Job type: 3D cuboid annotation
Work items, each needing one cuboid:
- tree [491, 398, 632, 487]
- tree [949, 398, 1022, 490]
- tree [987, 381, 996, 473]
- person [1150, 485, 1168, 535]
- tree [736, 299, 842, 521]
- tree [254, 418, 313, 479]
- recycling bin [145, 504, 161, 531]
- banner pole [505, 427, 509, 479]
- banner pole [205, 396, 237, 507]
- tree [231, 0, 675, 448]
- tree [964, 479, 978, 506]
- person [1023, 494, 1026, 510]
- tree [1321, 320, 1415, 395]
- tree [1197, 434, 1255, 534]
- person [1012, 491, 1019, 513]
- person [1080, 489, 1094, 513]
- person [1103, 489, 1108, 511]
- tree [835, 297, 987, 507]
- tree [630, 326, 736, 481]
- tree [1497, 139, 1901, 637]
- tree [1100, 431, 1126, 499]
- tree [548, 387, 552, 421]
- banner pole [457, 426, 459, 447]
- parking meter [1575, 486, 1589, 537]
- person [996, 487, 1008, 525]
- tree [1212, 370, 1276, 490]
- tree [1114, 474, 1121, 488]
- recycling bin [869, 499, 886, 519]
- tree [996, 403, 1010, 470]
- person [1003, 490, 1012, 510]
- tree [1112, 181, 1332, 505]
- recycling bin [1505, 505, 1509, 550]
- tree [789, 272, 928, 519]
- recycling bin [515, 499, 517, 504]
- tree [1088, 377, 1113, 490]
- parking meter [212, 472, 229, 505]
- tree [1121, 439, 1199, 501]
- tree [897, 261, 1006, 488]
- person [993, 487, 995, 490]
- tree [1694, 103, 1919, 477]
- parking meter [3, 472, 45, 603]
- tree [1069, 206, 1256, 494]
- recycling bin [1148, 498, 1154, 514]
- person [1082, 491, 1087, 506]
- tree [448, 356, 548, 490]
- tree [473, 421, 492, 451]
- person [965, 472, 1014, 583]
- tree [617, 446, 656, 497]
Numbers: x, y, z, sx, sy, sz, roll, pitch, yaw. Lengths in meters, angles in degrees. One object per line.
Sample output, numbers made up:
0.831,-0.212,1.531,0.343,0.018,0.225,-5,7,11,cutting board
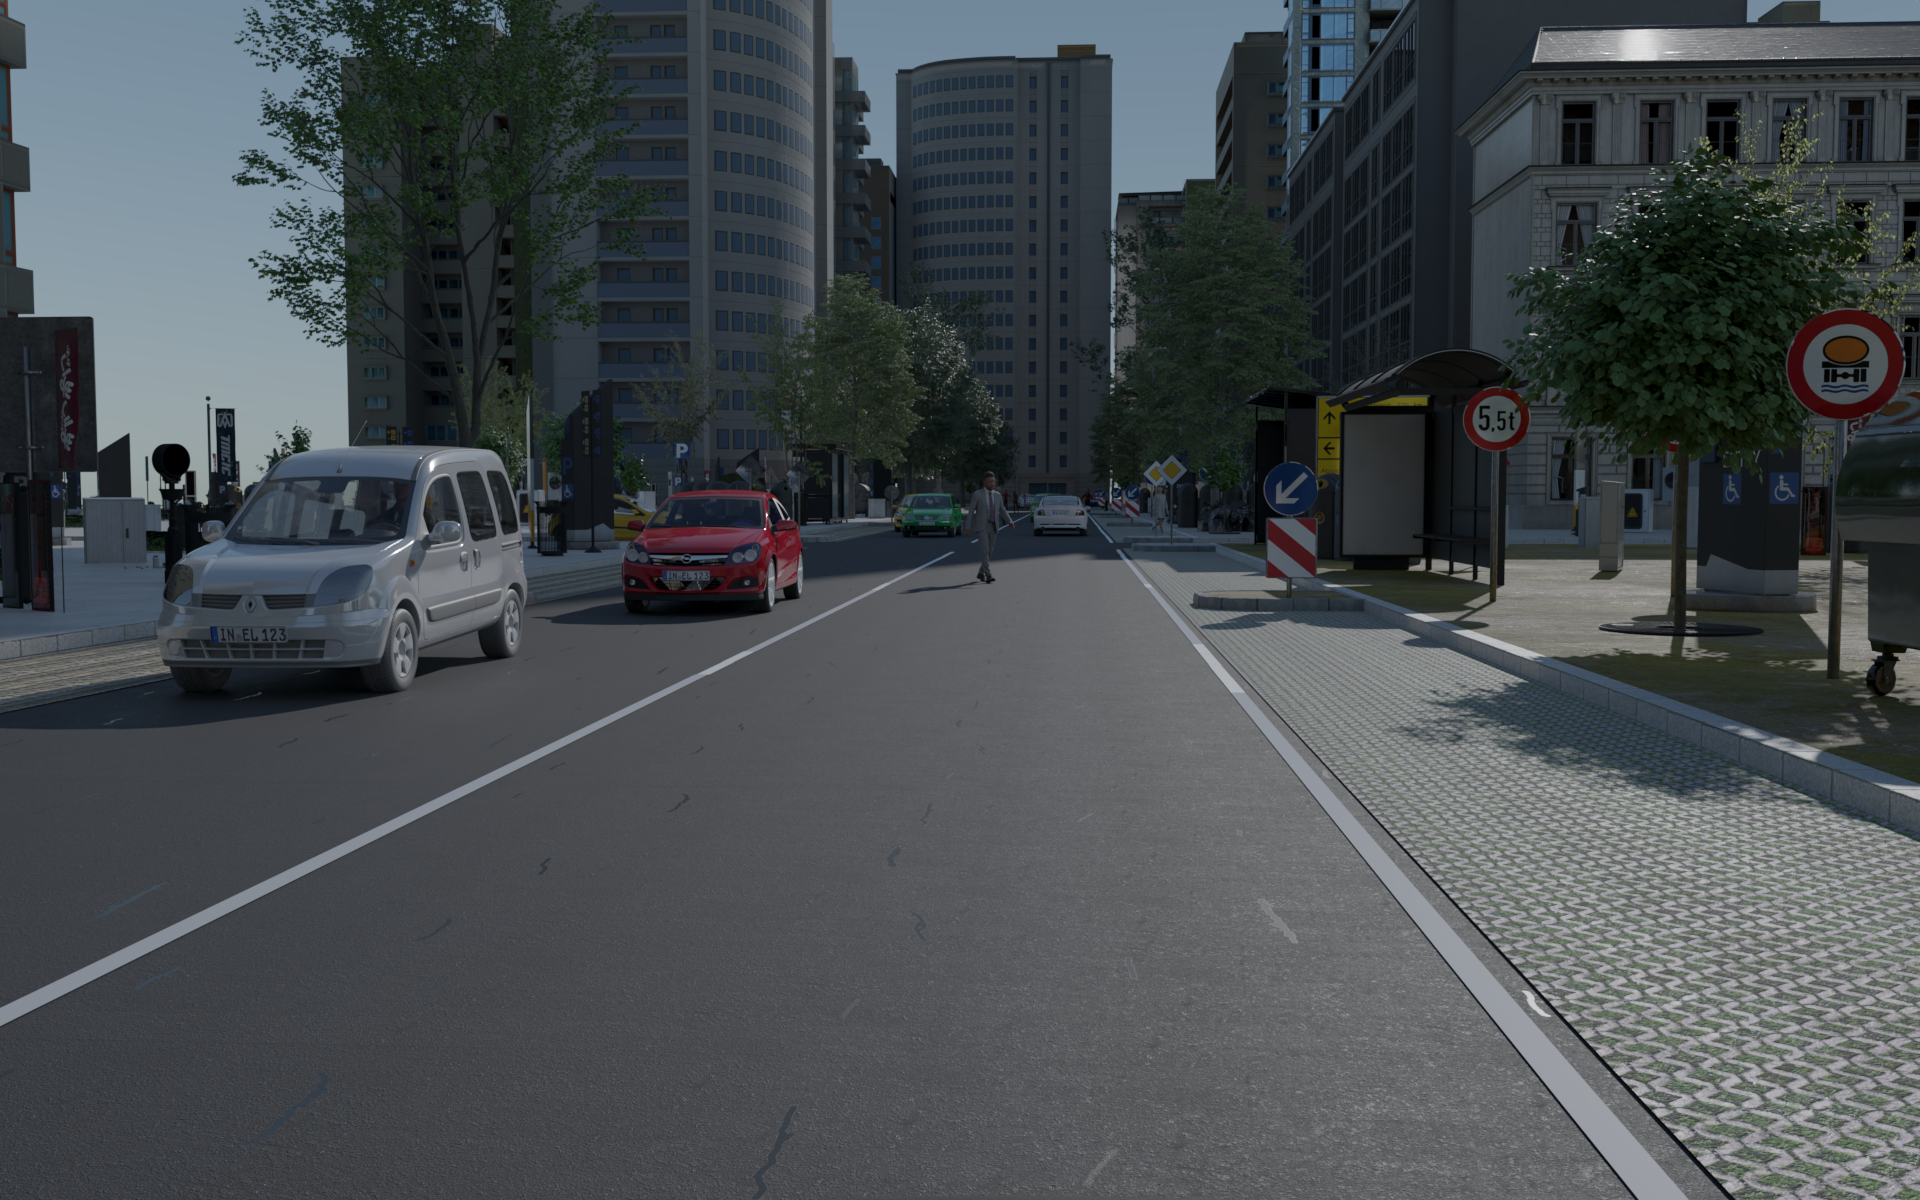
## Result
-12.891,-4.635,59.490,4.285,4.588,4.351,0,3,0,tree
2.463,-17.336,200.446,9.611,12.733,9.660,0,3,0,tree
-3.488,-13.271,123.635,9.857,13.997,8.962,0,3,0,tree
6.802,-3.061,59.302,0.760,1.731,0.466,2,4,35,person
-6.321,-7.010,64.968,4.737,8.622,4.395,0,3,0,tree
-16.918,-3.049,44.449,1.663,3.219,1.824,0,3,0,tree
-20.086,-1.828,42.444,0.722,1.027,0.722,0,4,2,recycling bin
-16.957,-4.580,64.901,0.401,3.779,0.863,-1,4,-12,banner pole
-18.954,-3.323,44.345,0.863,3.779,0.401,-1,4,-16,banner pole
-8.938,-6.451,31.233,9.928,11.665,9.643,0,3,0,tree
1.241,-11.917,189.440,1.663,3.219,1.824,0,3,0,tree
5.954,-8.911,157.413,0.599,1.433,0.991,0,4,1,person
17.184,-7.467,72.454,4.360,8.622,3.978,0,3,0,tree
8.395,-3.739,55.727,1.663,3.219,1.824,0,3,0,tree
4.136,-7.255,128.586,0.415,1.643,0.593,3,5,39,person
9.516,-7.382,129.158,1.348,1.831,0.705,3,5,42,person
12.233,-8.354,145.075,0.705,1.826,1.348,0,4,-7,person
-3.437,-12.531,111.542,9.857,13.997,8.962,0,3,0,tree
-11.929,-7.646,75.378,4.360,8.622,3.978,0,3,0,tree
6.833,-1.980,16.082,4.285,4.588,4.351,0,3,0,tree
17.958,-14.917,194.254,4.360,8.622,3.978,0,3,0,tree
-26.082,-9.263,101.817,4.737,8.622,4.395,0,3,0,tree
-13.145,-3.410,45.775,0.401,3.779,0.863,-2,4,-35,banner pole
18.790,-2.684,52.301,0.372,1.533,0.369,0,3,0,parking meter
1.807,-4.284,78.949,0.834,1.777,0.661,3,5,40,person
16.559,-9.140,99.795,4.360,8.622,3.978,0,3,0,tree
16.761,-11.445,170.836,4.285,4.588,4.351,0,3,0,tree
-4.365,-4.807,91.149,0.722,1.027,0.722,-2,4,-24,recycling bin
0.285,-15.898,166.581,9.857,13.997,8.962,0,3,0,tree
4.134,-9.094,157.121,1.348,1.831,0.705,2,4,29,person
9.799,-8.886,63.414,7.486,12.596,7.792,0,3,0,tree
12.220,-1.688,40.157,0.722,1.027,0.722,-1,4,-11,recycling bin
-5.262,-10.459,89.139,7.486,12.596,7.792,0,3,0,tree
-21.918,-4.464,85.547,0.722,1.027,0.722,-1,4,-14,recycling bin
14.074,-13.312,135.773,7.486,12.596,7.792,0,3,0,tree
-19.524,-2.445,45.692,0.255,1.863,0.399,2,4,28,parking meter
12.090,-7.076,99.405,4.285,4.588,4.351,0,3,0,tree
-3.154,-17.601,143.670,12.611,20.169,13.585,0,3,0,tree
1.357,-3.895,72.575,0.661,1.777,0.834,1,4,9,person
15.750,-5.051,32.951,4.360,8.622,3.978,0,3,0,tree
-11.049,-0.903,20.470,0.399,1.863,0.255,0,4,-8,parking meter
13.504,-15.694,112.482,12.611,20.169,13.585,0,3,0,tree
12.837,-6.207,114.039,0.722,1.027,0.722,2,4,29,recycling bin
13.916,-11.119,190.393,1.348,1.812,0.705,2,4,29,person
-25.531,-8.721,92.948,4.737,8.622,4.395,0,3,0,tree
-21.034,-5.770,78.060,4.285,4.588,4.351,0,3,0,tree
0.446,-1.178,28.038,0.678,1.792,0.850,-2,4,-27,person
-13.203,-4.641,70.484,1.663,3.219,1.824,0,3,0,tree
